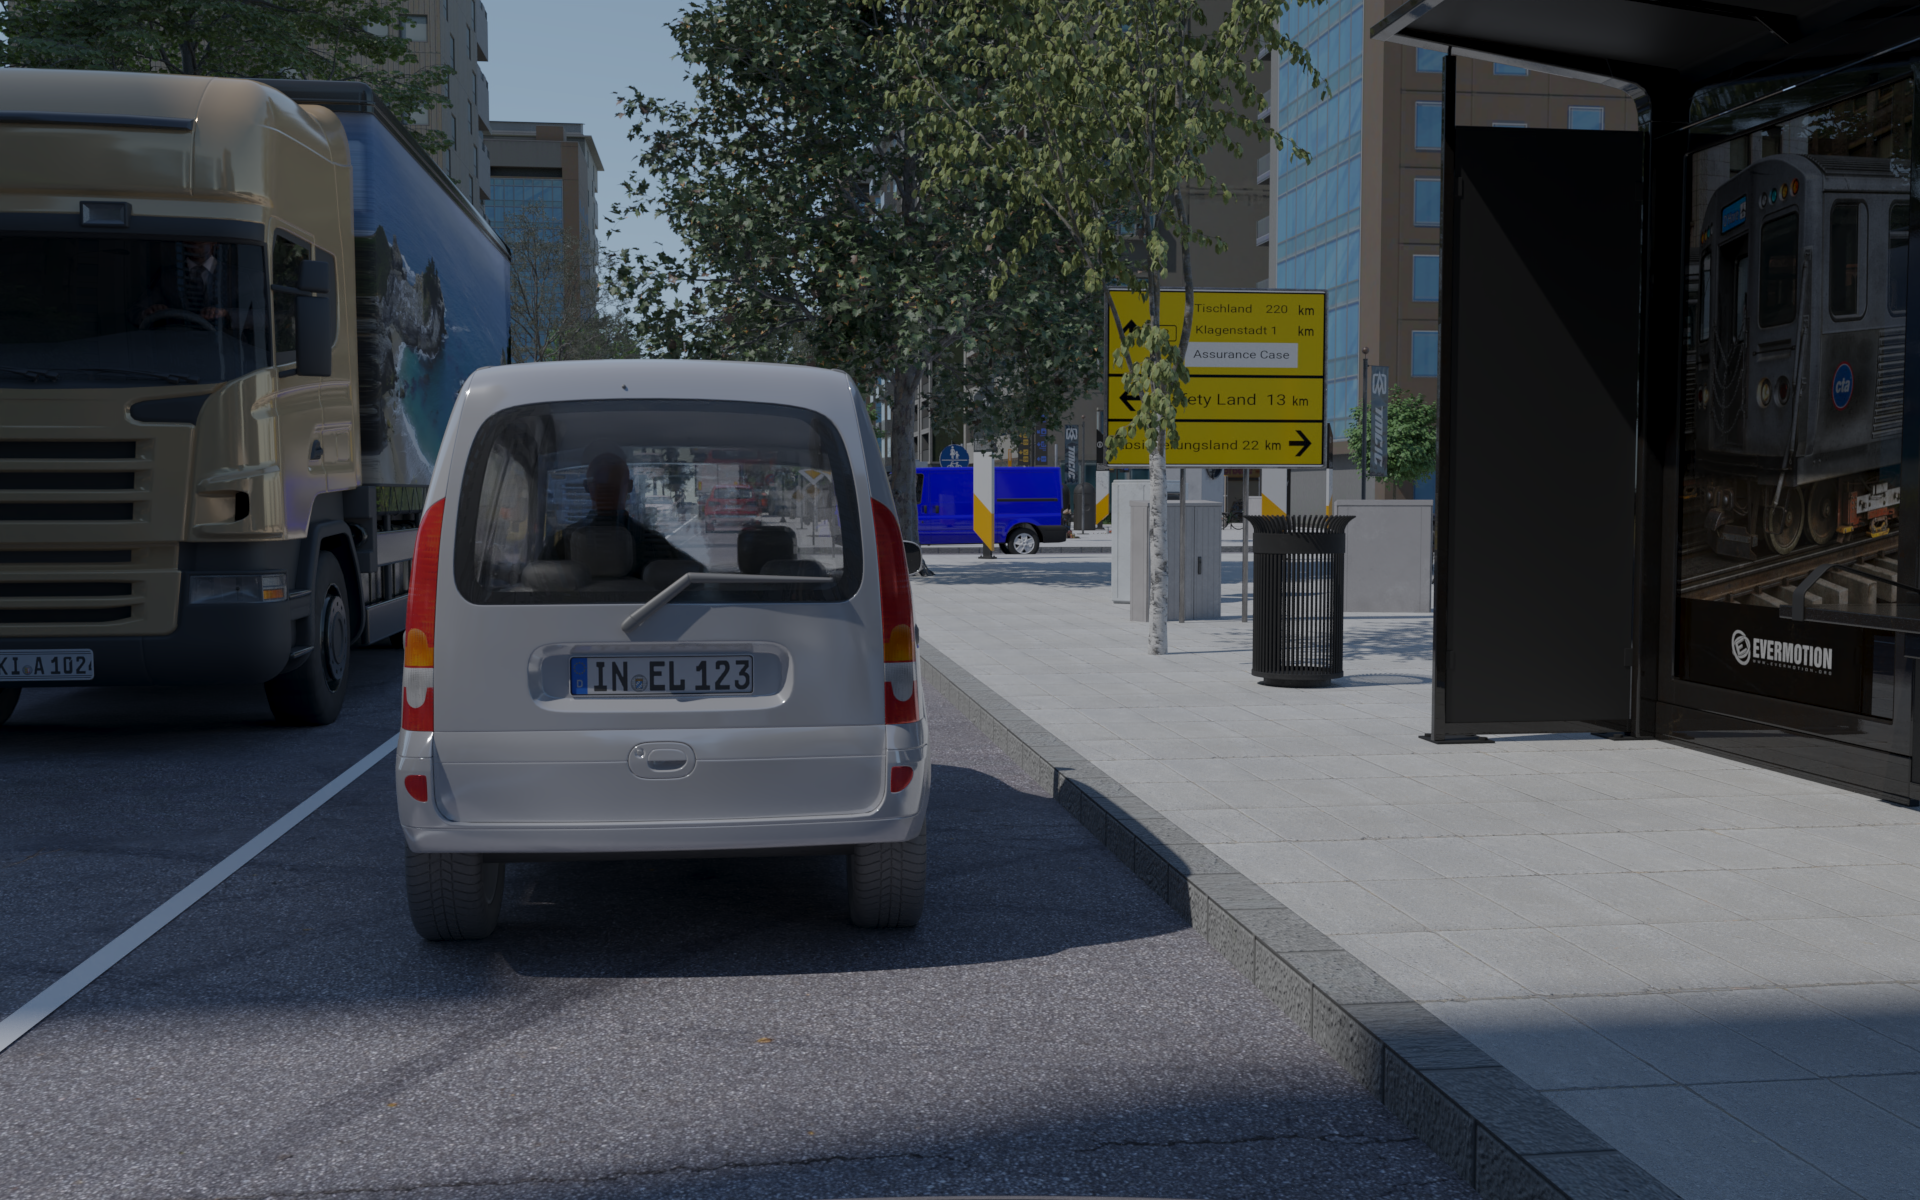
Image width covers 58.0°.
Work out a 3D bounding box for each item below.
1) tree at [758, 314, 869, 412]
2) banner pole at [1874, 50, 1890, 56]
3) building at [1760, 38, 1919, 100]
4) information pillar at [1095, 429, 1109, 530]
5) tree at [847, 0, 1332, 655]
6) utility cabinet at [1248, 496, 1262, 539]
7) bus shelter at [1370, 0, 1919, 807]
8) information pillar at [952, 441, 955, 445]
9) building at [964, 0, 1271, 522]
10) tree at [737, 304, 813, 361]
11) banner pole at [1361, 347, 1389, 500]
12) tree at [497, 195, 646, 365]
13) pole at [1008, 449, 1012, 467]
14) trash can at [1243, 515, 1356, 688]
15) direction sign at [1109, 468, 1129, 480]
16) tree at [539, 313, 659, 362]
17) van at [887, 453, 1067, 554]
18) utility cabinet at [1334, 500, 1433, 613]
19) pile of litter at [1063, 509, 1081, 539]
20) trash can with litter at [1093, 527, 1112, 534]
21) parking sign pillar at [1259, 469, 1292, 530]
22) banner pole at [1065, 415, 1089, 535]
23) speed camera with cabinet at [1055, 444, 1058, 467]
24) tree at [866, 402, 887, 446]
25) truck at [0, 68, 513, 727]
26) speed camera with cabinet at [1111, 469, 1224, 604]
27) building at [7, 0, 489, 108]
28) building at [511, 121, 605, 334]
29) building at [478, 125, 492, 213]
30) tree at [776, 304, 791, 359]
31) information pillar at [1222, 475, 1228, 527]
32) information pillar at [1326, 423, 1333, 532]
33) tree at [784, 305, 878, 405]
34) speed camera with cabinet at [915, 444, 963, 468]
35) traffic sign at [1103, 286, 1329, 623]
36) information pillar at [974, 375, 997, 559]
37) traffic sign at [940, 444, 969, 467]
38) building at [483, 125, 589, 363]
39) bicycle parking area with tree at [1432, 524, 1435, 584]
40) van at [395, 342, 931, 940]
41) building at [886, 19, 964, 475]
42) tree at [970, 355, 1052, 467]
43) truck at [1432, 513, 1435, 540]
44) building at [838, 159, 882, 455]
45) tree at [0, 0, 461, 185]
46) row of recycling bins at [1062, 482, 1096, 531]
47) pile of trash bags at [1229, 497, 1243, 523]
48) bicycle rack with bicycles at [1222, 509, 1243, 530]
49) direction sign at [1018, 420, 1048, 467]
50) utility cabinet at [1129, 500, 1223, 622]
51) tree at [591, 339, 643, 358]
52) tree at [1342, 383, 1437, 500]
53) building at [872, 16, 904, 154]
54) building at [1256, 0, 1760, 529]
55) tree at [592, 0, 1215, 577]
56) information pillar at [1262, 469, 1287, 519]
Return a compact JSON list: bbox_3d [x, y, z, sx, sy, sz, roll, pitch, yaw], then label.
[{"bbox_3d":[-7.959,-9.235,85.407,7.601,10.594,8.767,-1,4,-18],"label":"tree"},{"bbox_3d":[4.786,-1.161,8.997,0.401,3.779,0.863,3,4,39],"label":"banner pole"},{"bbox_3d":[42.126,-25.496,66.964,14.200,45.320,14.600,0,4,-8],"label":"building"},{"bbox_3d":[5.117,-4.337,62.270,0.504,3.616,0.183,2,4,25],"label":"information pillar"},{"bbox_3d":[1.352,-3.866,13.564,4.737,8.622,4.395,0,3,0],"label":"tree"},{"bbox_3d":[8.637,-2.328,49.232,0.306,1.237,1.020,-2,4,-34],"label":"utility cabinet"},{"bbox_3d":[3.340,-0.896,5.925,1.731,3.624,6.357,0,4,-8],"label":"bus shelter"},{"bbox_3d":[-0.141,-5.162,75.758,0.504,3.616,0.183,0,4,-4],"label":"information pillar"},{"bbox_3d":[12.174,-28.463,89.070,21.300,48.544,21.600,0,4,-8],"label":"building"},{"bbox_3d":[-11.546,-12.388,109.198,9.857,13.997,8.962,0,3,0],"label":"tree"},{"bbox_3d":[7.073,-2.426,29.684,0.863,3.779,0.401,-3,4,-38],"label":"banner pole"},{"bbox_3d":[-17.439,-9.899,72.226,12.009,13.543,11.850,0,3,0],"label":"tree"},{"bbox_3d":[2.264,-5.181,78.559,0.158,3.312,0.155,0,3,0],"label":"pole"},{"bbox_3d":[2.274,0.000,11.649,0.748,1.137,0.748,0,3,0],"label":"trash can"},{"bbox_3d":[5.703,-4.335,62.882,0.876,3.537,0.379,1,4,9],"label":"direction sign"},{"bbox_3d":[-20.582,-10.509,97.582,9.928,11.665,9.643,0,3,0],"label":"tree"},{"bbox_3d":[-0.302,-2.111,38.891,5.245,2.365,2.240,0,4,-6],"label":"van"},{"bbox_3d":[4.600,-0.471,18.868,1.020,1.237,0.306,0,4,7],"label":"utility cabinet"},{"bbox_3d":[2.852,-2.222,50.301,1.176,0.858,1.719,-1,4,-14],"label":"pile of litter"},{"bbox_3d":[5.541,-2.737,55.805,2.233,1.210,1.678,2,4,35],"label":"trash can with litter"},{"bbox_3d":[11.341,-4.514,62.271,1.447,3.967,1.447,-3,5,-42],"label":"parking sign pillar"},{"bbox_3d":[3.690,-3.970,54.934,0.863,3.779,0.401,-1,4,-16],"label":"banner pole"},{"bbox_3d":[3.445,-4.595,69.470,0.660,3.252,2.038,-1,4,-17],"label":"speed camera with cabinet"},{"bbox_3d":[-3.754,-4.129,51.222,4.285,4.588,4.351,0,3,0],"label":"tree"},{"bbox_3d":[-5.509,-1.530,13.934,2.839,4.237,11.283,0,4,-8],"label":"truck"},{"bbox_3d":[2.537,-1.624,20.892,0.660,3.252,2.038,2,4,32],"label":"speed camera with cabinet"},{"bbox_3d":[-49.207,-32.790,125.359,28.713,52.752,27.495,0,4,-8],"label":"building"},{"bbox_3d":[-66.046,-40.295,248.063,28.713,52.752,27.495,0,4,-8],"label":"building"},{"bbox_3d":[-54.774,-28.078,150.952,32.217,40.220,23.993,0,4,-8],"label":"building"},{"bbox_3d":[-17.948,-18.719,161.944,12.611,20.169,13.585,0,3,0],"label":"tree"},{"bbox_3d":[10.348,-3.895,68.182,0.304,2.012,0.304,2,4,27],"label":"information pillar"},{"bbox_3d":[12.161,-4.015,57.007,0.183,3.616,0.504,2,4,26],"label":"information pillar"},{"bbox_3d":[-4.724,-6.540,57.288,4.360,8.622,3.978,0,3,0],"label":"tree"},{"bbox_3d":[-0.828,-3.154,45.912,0.660,3.252,2.038,-3,5,-40],"label":"speed camera with cabinet"},{"bbox_3d":[2.529,-1.425,17.170,2.265,3.308,0.079,0,4,-7],"label":"traffic sign"},{"bbox_3d":[0.483,-2.620,34.187,0.504,3.616,0.183,3,5,41],"label":"information pillar"},{"bbox_3d":[-0.141,-2.713,44.464,0.768,2.556,0.104,0,3,0],"label":"traffic sign"},{"bbox_3d":[-53.386,-34.498,214.157,14.600,45.320,14.200,0,4,-8],"label":"building"},{"bbox_3d":[10.132,-2.221,23.322,8.231,4.147,9.016,0,4,7],"label":"bicycle parking area with tree"},{"bbox_3d":[-1.098,0.001,7.003,2.013,2.044,4.112,0,4,-7],"label":"van"},{"bbox_3d":[4.895,-43.067,142.405,20.563,71.187,20.611,0,4,-8],"label":"building"},{"bbox_3d":[2.400,-7.047,65.578,4.360,8.622,3.978,0,3,0],"label":"tree"},{"bbox_3d":[18.967,-3.178,41.718,18.799,4.110,2.967,0,4,-8],"label":"truck"},{"bbox_3d":[-8.824,-35.208,225.753,14.600,45.320,14.200,0,4,-8],"label":"building"},{"bbox_3d":[-10.933,-6.514,24.628,7.486,12.596,7.792,0,3,0],"label":"tree"},{"bbox_3d":[3.171,-3.333,61.601,3.534,1.692,1.069,2,4,26],"label":"row of recycling bins"},{"bbox_3d":[11.291,-4.150,77.606,3.447,1.369,1.912,1,4,22],"label":"pile of trash bags"},{"bbox_3d":[8.921,-3.007,62.545,2.925,0.926,2.852,1,4,18],"label":"bicycle rack with bicycles"},{"bbox_3d":[1.974,-3.368,47.056,0.876,3.537,0.379,2,4,28],"label":"direction sign"},{"bbox_3d":[2.213,-0.398,17.675,1.020,1.237,0.306,-2,4,-35],"label":"utility cabinet"},{"bbox_3d":[-25.550,-13.850,133.101,9.857,13.997,8.962,0,3,0],"label":"tree"},{"bbox_3d":[12.962,-4.134,51.310,4.285,4.588,4.351,0,3,0],"label":"tree"},{"bbox_3d":[2.938,-33.606,169.059,23.786,49.044,30.456,0,4,-8],"label":"building"},{"bbox_3d":[20.065,-25.337,64.378,14.200,45.320,14.600,0,4,-8],"label":"building"},{"bbox_3d":[-0.859,-6.716,26.817,9.611,12.733,9.660,0,3,0],"label":"tree"},{"bbox_3d":[6.114,-2.583,33.580,0.504,3.616,0.183,1,4,15],"label":"information pillar"}]
